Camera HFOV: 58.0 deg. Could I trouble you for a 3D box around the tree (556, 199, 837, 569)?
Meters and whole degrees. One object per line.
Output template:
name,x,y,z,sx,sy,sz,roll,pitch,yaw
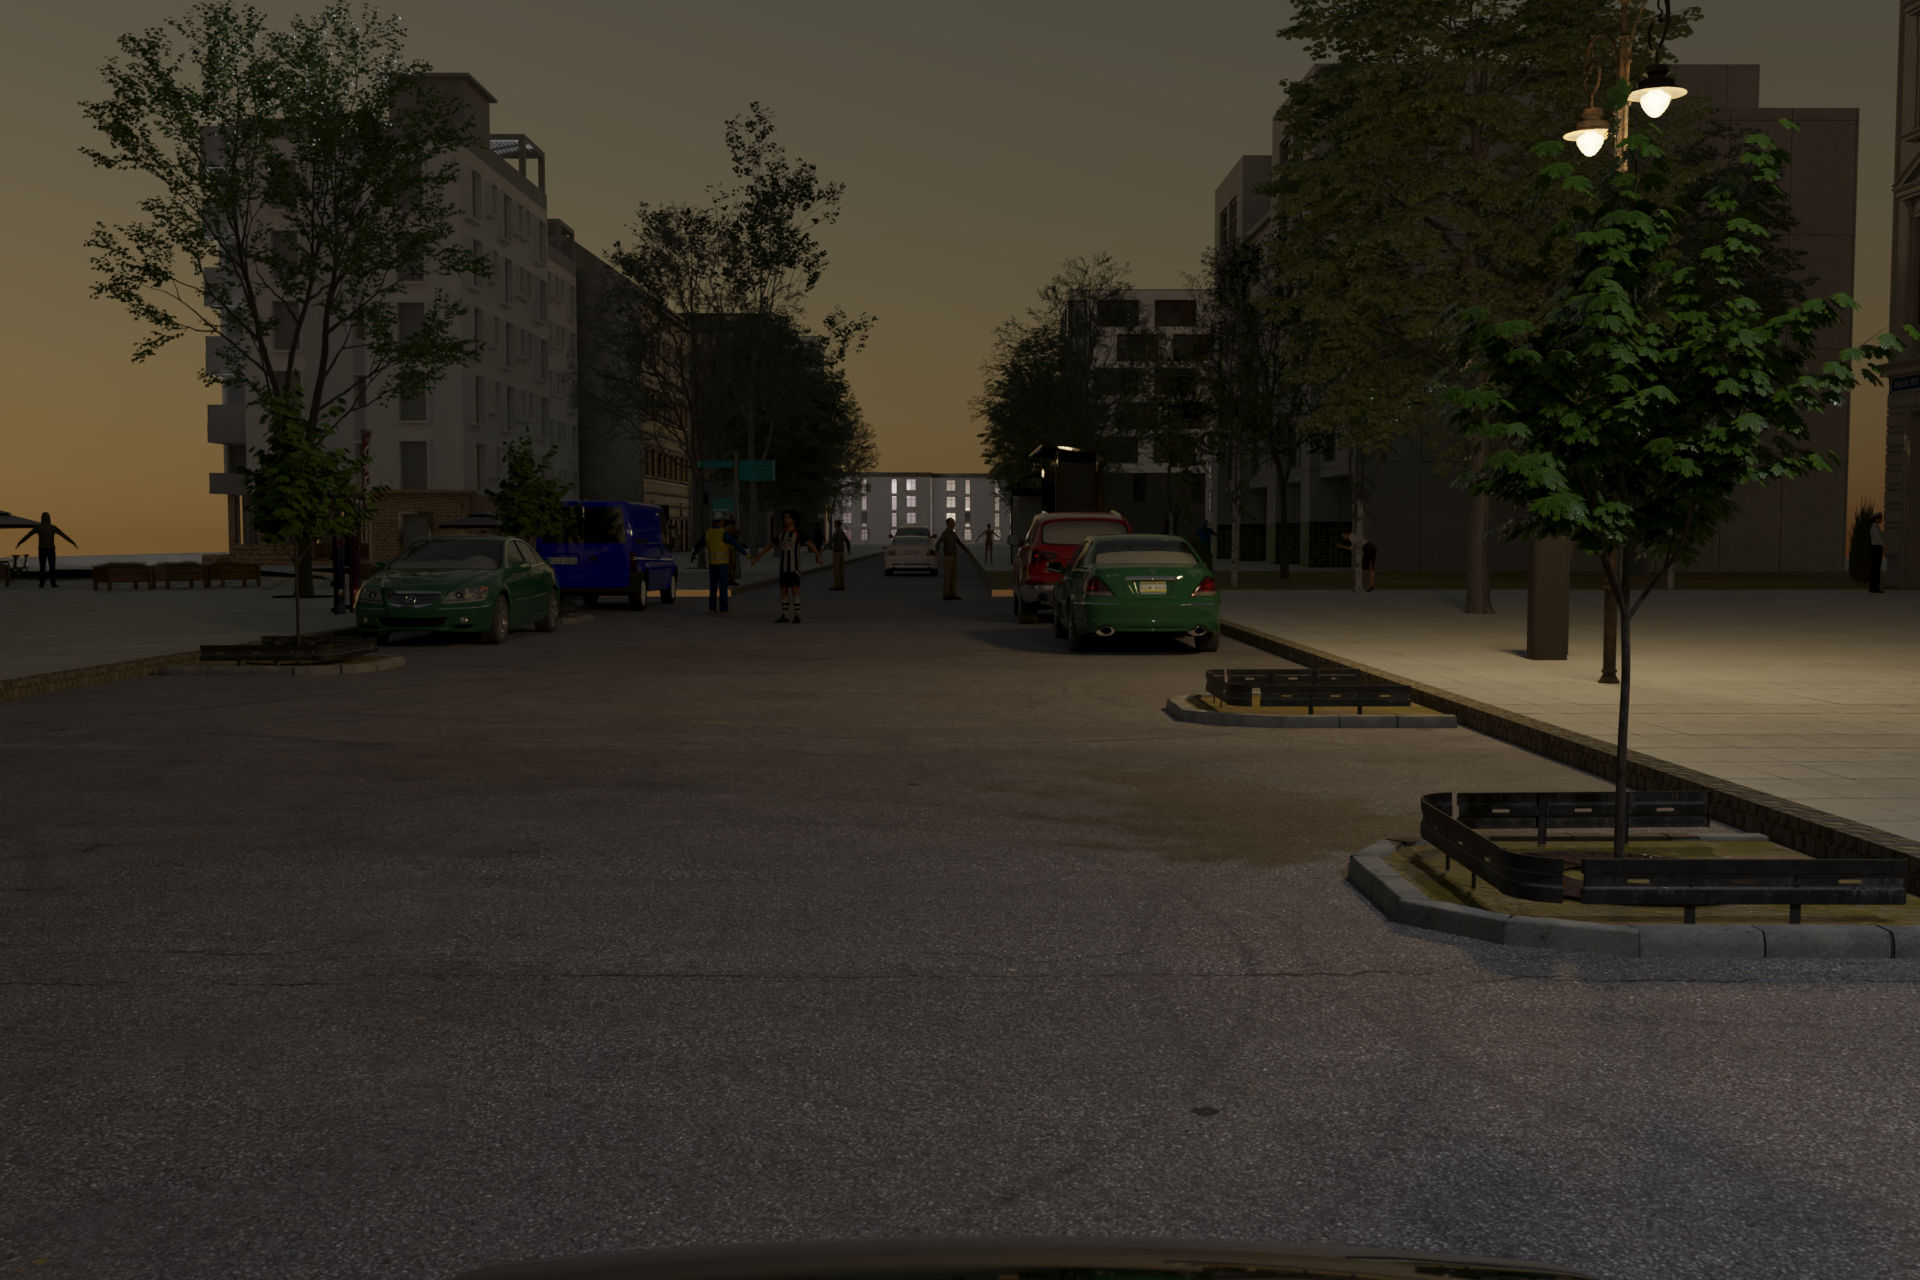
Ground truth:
tree,-9.603,-9.374,63.642,12.009,13.543,11.850,0,3,0

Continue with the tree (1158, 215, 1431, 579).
tree,9.441,-7.033,49.405,8.767,10.594,7.601,2,4,27

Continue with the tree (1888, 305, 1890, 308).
tree,26.283,-5.797,45.137,4.737,8.622,4.395,0,3,0

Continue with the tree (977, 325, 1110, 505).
tree,4.504,-10.789,94.521,7.486,12.596,7.792,0,3,0

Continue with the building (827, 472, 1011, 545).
building,-3.935,-17.794,235.529,28.070,9.664,9.099,0,4,-2

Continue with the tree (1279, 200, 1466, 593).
tree,8.521,-5.347,37.781,4.360,8.622,3.978,0,3,0

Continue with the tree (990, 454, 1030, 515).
tree,4.754,-11.860,144.269,4.737,8.622,4.395,0,3,0

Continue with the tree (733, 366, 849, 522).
tree,-10.833,-11.489,105.979,7.486,12.596,7.792,0,3,0

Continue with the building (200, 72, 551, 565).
building,-25.137,-13.215,72.488,16.016,20.090,11.380,0,4,0

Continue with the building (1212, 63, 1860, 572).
building,21.603,-12.691,73.955,16.747,18.905,31.486,0,4,0

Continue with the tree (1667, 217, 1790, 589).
tree,16.662,-5.523,40.668,4.360,8.622,3.978,0,3,0

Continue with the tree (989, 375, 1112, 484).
tree,5.621,-11.060,106.581,9.928,11.665,9.643,0,3,0

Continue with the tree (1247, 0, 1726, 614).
tree,8.085,-6.683,27.402,7.486,12.596,7.792,0,3,0

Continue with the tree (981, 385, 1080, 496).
tree,5.294,-11.682,116.749,9.928,11.665,9.643,0,3,0

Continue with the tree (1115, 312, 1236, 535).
tree,7.368,-6.599,58.264,4.737,8.622,4.395,0,3,0

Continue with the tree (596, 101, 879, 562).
tree,-10.139,-13.622,78.615,12.611,20.169,13.585,0,3,0

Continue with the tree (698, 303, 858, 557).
tree,-9.994,-11.545,95.421,9.857,13.997,8.962,0,3,0

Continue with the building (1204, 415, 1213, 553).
building,21.509,-10.096,107.218,9.099,9.664,28.070,0,4,0

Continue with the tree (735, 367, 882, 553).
tree,-10.288,-12.634,116.934,12.009,13.543,11.850,0,3,0

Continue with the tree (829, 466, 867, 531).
tree,-10.697,-11.962,145.948,4.360,8.622,3.978,0,3,0

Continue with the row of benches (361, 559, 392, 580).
row of benches,-13.220,-1.701,43.269,1.422,0.672,4.104,3,4,36

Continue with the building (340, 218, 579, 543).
building,-28.599,-14.541,94.170,16.016,20.090,11.380,0,4,0

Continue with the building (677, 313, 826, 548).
building,-28.623,-20.333,176.415,27.936,21.610,32.646,0,4,-1

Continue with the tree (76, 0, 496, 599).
tree,-13.210,-6.644,34.389,9.928,11.665,9.643,0,3,0

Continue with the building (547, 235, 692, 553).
building,-29.149,-17.556,117.977,19.493,23.208,18.063,0,4,1

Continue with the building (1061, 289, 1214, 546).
building,23.087,-19.388,160.965,27.936,21.610,32.646,0,4,0

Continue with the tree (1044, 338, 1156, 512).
tree,4.919,-7.066,65.894,4.360,8.622,3.978,0,3,0

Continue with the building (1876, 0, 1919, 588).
building,27.372,-11.944,31.441,11.583,22.565,21.152,0,4,0

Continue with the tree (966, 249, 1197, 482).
tree,5.361,-10.076,75.105,12.009,13.543,11.850,0,3,0

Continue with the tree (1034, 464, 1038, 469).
tree,5.532,-11.483,138.107,4.737,8.622,4.395,0,3,0

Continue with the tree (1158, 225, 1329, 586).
tree,6.498,-5.621,42.258,4.360,8.622,3.978,0,3,0

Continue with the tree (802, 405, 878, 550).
tree,-10.235,-12.892,136.540,9.928,11.665,9.643,0,3,0

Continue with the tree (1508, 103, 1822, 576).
tree,20.857,-8.954,53.056,9.857,13.997,8.962,0,3,0

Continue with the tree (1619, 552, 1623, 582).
tree,17.675,-5.821,45.539,4.737,8.622,4.395,0,3,0

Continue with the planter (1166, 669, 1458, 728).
planter,2.679,0.450,13.778,1.991,0.319,1.994,0,4,0
